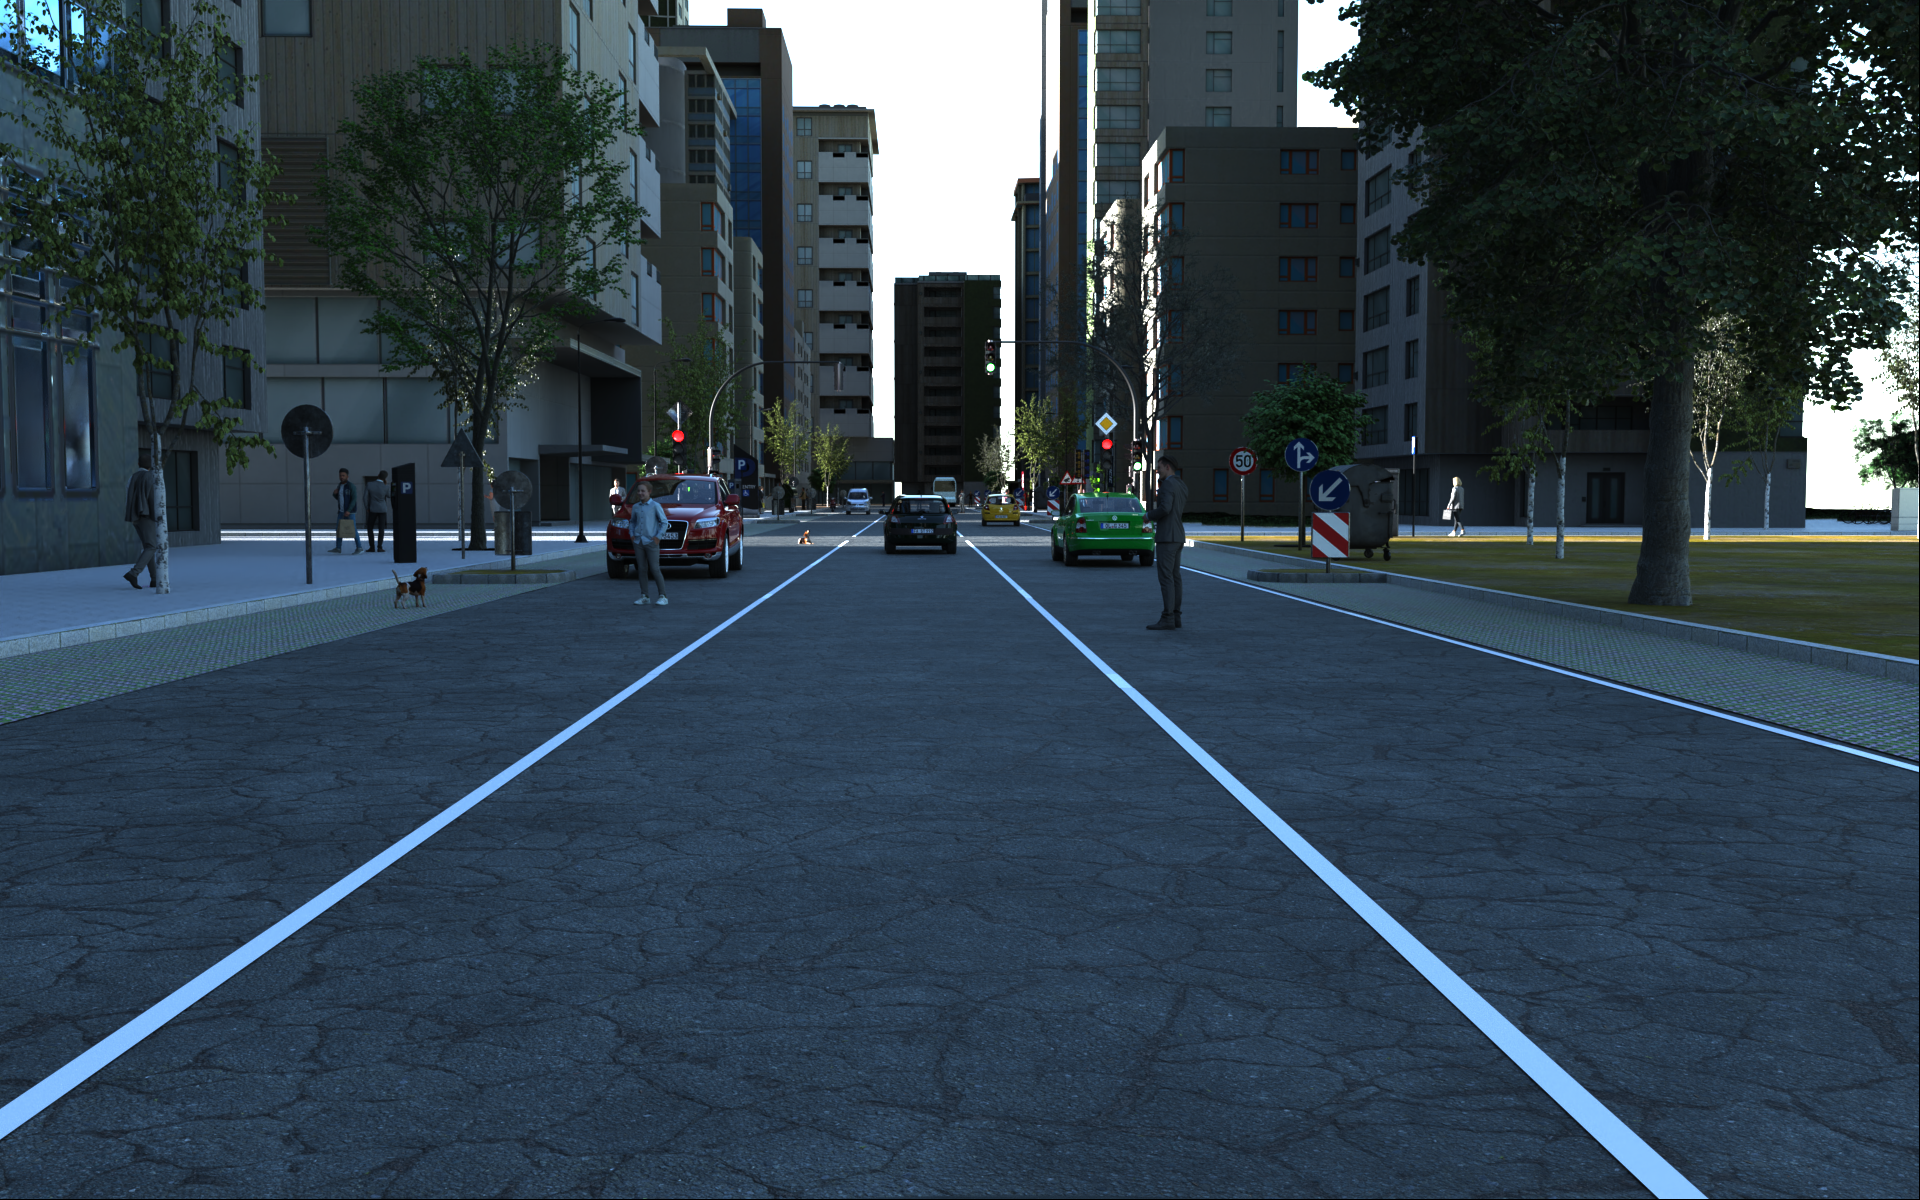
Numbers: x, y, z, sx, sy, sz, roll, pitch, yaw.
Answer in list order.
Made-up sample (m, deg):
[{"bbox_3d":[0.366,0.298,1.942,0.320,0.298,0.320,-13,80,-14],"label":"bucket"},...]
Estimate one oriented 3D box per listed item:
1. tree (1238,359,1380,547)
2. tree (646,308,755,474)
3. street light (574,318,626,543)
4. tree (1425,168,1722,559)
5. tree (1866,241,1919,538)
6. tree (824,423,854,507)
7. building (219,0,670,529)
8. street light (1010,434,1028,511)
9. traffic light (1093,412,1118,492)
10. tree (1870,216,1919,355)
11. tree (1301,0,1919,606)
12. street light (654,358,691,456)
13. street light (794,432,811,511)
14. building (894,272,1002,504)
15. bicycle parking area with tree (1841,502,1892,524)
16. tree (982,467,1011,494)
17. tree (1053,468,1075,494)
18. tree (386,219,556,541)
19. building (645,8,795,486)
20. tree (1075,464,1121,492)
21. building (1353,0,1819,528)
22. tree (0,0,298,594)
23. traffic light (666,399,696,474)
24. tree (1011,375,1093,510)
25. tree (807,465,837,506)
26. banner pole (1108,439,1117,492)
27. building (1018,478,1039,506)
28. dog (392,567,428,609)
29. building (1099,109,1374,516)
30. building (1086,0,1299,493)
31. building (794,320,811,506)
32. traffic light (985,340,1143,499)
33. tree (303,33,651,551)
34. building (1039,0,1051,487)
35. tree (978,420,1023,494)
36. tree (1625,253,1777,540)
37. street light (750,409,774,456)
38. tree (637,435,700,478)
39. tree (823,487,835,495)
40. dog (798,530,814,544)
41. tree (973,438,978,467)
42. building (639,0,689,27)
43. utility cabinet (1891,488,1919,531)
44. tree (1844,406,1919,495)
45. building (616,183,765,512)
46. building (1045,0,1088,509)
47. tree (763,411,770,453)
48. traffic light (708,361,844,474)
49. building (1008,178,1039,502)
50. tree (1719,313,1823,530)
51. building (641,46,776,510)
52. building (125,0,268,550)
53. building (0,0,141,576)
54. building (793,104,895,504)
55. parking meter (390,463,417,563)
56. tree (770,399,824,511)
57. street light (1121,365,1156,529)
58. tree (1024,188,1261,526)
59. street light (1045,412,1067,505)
[{"bbox_3d":[8.487,-3.580,42.252,4.285,4.588,4.351,0,3,0],"label":"tree"},{"bbox_3d":[-10.764,-7.269,69.208,4.737,8.622,4.395,0,3,0],"label":"tree"},{"bbox_3d":[-9.490,-4.475,45.709,1.470,5.913,1.316,0,4,-1],"label":"street light"},{"bbox_3d":[11.752,-5.139,34.382,4.737,8.622,4.395,0,3,0],"label":"tree"},{"bbox_3d":[28.005,-6.091,49.953,4.360,8.622,3.978,0,3,0],"label":"tree"},{"bbox_3d":[-13.403,-13.901,177.639,4.737,8.622,4.395,0,3,0],"label":"tree"},{"bbox_3d":[-27.879,-29.626,73.621,28.713,52.752,27.495,0,4,-1],"label":"building"},{"bbox_3d":[4.536,-9.880,134.071,1.470,5.913,1.316,0,4,-1],"label":"street light"},{"bbox_3d":[4.997,-4.319,59.536,0.839,4.253,0.868,0,4,-1],"label":"traffic light"},{"bbox_3d":[26.306,-7.883,39.258,12.009,13.543,11.850,0,3,0],"label":"tree"},{"bbox_3d":[8.229,-6.928,19.923,9.857,13.997,8.962,0,3,0],"label":"tree"},{"bbox_3d":[-9.890,-5.310,59.355,1.470,5.913,1.316,0,4,-1],"label":"street light"},{"bbox_3d":[-11.794,-9.591,129.357,1.470,5.913,1.316,0,4,-1],"label":"street light"},{"bbox_3d":[-1.757,-27.921,228.211,14.107,30.474,14.160,0,4,-1],"label":"building"},{"bbox_3d":[41.495,-5.158,71.342,9.016,4.147,8.231,2,4,25],"label":"bicycle parking area with tree"},{"bbox_3d":[4.112,-13.252,200.377,4.285,4.588,4.351,0,3,0],"label":"tree"},{"bbox_3d":[6.920,-7.193,112.206,1.663,3.219,1.824,0,3,0],"label":"tree"},{"bbox_3d":[-13.449,-5.928,47.287,4.360,8.622,3.978,0,3,0],"label":"tree"},{"bbox_3d":[-23.193,-31.460,164.474,14.600,45.320,14.200,0,4,-1],"label":"building"},{"bbox_3d":[7.661,-6.110,94.505,1.663,3.219,1.824,0,3,0],"label":"tree"},{"bbox_3d":[24.987,-18.338,71.525,14.107,30.474,14.160,0,4,-1],"label":"building"},{"bbox_3d":[-10.260,-4.372,21.846,4.737,8.622,4.395,0,3,0],"label":"tree"},{"bbox_3d":[-8.255,-3.809,51.194,0.839,4.253,0.868,0,4,-1],"label":"traffic light"},{"bbox_3d":[6.084,-9.335,102.994,4.737,8.622,4.395,0,3,0],"label":"tree"},{"bbox_3d":[-14.894,-12.455,187.350,4.285,4.588,4.351,0,3,0],"label":"tree"},{"bbox_3d":[6.910,-5.408,78.442,0.401,3.779,0.863,3,5,39],"label":"banner pole"},{"bbox_3d":[22.990,-30.831,195.972,32.217,40.220,23.993,0,4,-1],"label":"building"},{"bbox_3d":[-6.886,-0.147,21.699,0.406,0.507,0.540,-1,4,-15],"label":"dog"},{"bbox_3d":[23.113,-15.381,96.513,27.650,21.520,28.899,0,4,-1],"label":"building"},{"bbox_3d":[16.019,-27.008,125.177,14.154,41.232,14.086,0,4,-1],"label":"building"},{"bbox_3d":[-31.962,-21.313,193.502,28.899,21.520,27.650,0,4,-1],"label":"building"},{"bbox_3d":[3.112,-4.691,51.359,4.771,5.953,1.251,0,4,-1],"label":"traffic light"},{"bbox_3d":[-10.810,-6.935,39.143,9.928,11.665,9.643,0,3,0],"label":"tree"},{"bbox_3d":[18.199,-38.305,168.287,21.231,58.520,28.212,0,4,-1],"label":"building"},{"bbox_3d":[4.328,-13.647,173.485,4.360,8.622,3.978,0,3,0],"label":"tree"},{"bbox_3d":[21.102,-6.026,48.894,4.360,8.622,3.978,0,3,0],"label":"tree"},{"bbox_3d":[-10.825,-7.449,94.330,1.470,5.913,1.316,0,4,-1],"label":"street light"},{"bbox_3d":[-15.801,-6.744,93.981,4.285,4.588,4.351,0,3,0],"label":"tree"},{"bbox_3d":[-14.776,-12.366,196.777,1.663,3.219,1.824,0,3,0],"label":"tree"},{"bbox_3d":[-4.393,-1.810,49.781,0.550,0.427,0.748,0,4,7],"label":"dog"},{"bbox_3d":[3.569,-15.764,208.098,4.360,8.622,3.978,0,3,0],"label":"tree"},{"bbox_3d":[-47.022,-48.323,228.329,20.611,71.187,20.563,0,4,-1],"label":"building"},{"bbox_3d":[32.788,-3.140,60.022,1.173,1.500,0.318,-2,4,-26],"label":"utility cabinet"},{"bbox_3d":[61.873,-8.918,108.718,11.467,7.101,20.602,0,4,-2],"label":"tree"},{"bbox_3d":[-27.691,-16.250,110.721,27.650,21.520,28.899,0,4,-1],"label":"building"},{"bbox_3d":[14.704,-30.393,147.030,14.600,45.320,14.200,0,4,-1],"label":"building"},{"bbox_3d":[-11.062,-7.702,76.285,4.737,8.622,4.395,0,3,0],"label":"tree"},{"bbox_3d":[-6.371,-5.174,59.265,4.771,5.953,1.251,0,4,-1],"label":"traffic light"},{"bbox_3d":[19.973,-35.316,232.038,28.867,44.769,22.147,0,4,-1],"label":"building"},{"bbox_3d":[28.874,-6.831,62.049,4.737,8.622,4.395,0,3,0],"label":"tree"},{"bbox_3d":[-32.170,-27.734,145.334,32.217,40.220,23.993,0,4,-1],"label":"building"},{"bbox_3d":[-24.892,-16.428,40.306,14.107,30.474,14.160,0,4,-1],"label":"building"},{"bbox_3d":[-23.962,-42.885,13.834,22.319,86.520,31.000,0,4,-1],"label":"building"},{"bbox_3d":[-22.736,-39.448,234.216,27.495,52.752,28.713,0,4,-1],"label":"building"},{"bbox_3d":[-10.371,-1.625,32.277,0.399,1.863,0.255,-3,5,-41],"label":"parking meter"},{"bbox_3d":[-13.235,-11.105,131.927,4.737,8.622,4.395,0,3,0],"label":"tree"},{"bbox_3d":[6.431,-5.514,62.689,1.470,5.913,1.316,0,4,-1],"label":"street light"},{"bbox_3d":[7.553,-9.754,69.852,12.009,13.543,11.850,0,3,0],"label":"tree"},{"bbox_3d":[5.497,-7.689,98.262,1.470,5.913,1.316,0,4,-1],"label":"street light"}]
